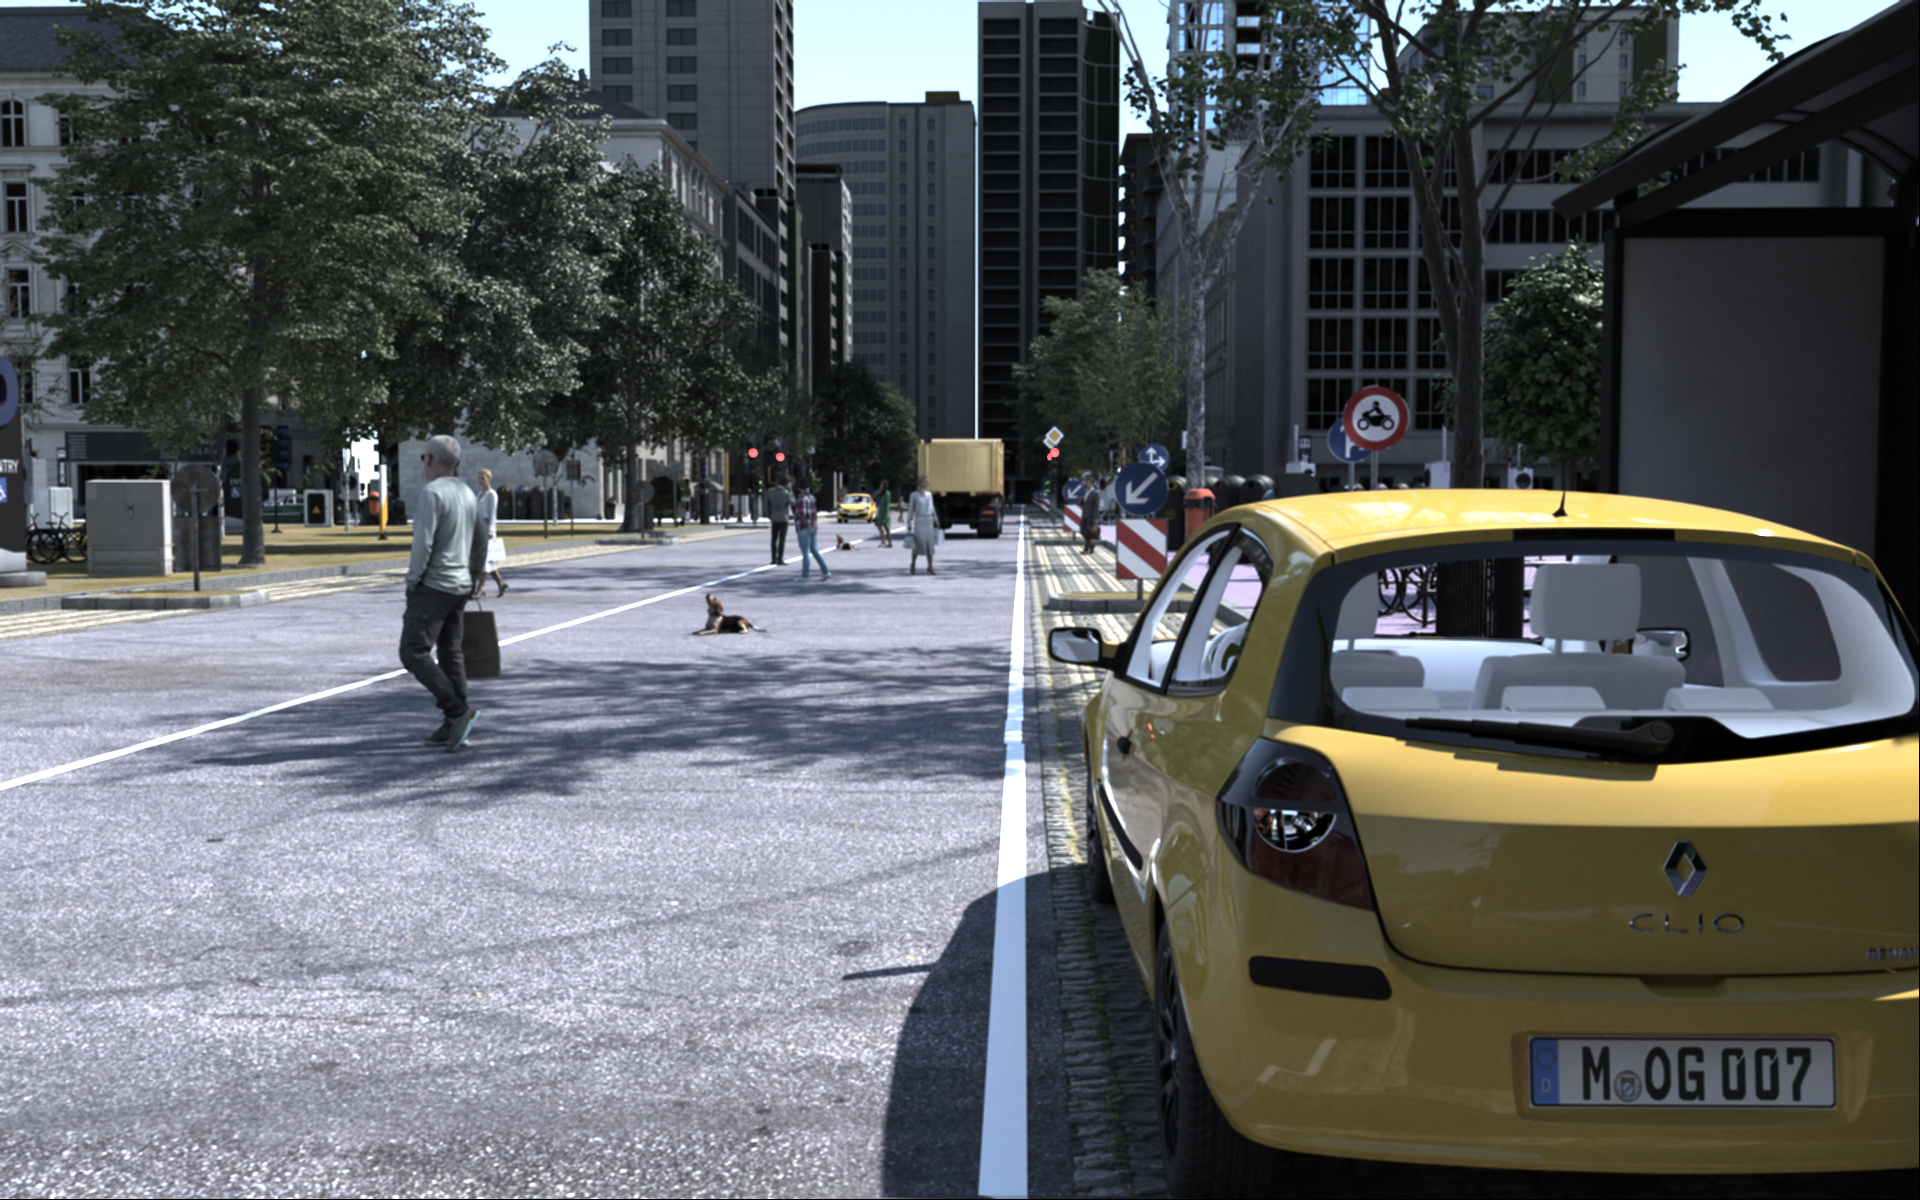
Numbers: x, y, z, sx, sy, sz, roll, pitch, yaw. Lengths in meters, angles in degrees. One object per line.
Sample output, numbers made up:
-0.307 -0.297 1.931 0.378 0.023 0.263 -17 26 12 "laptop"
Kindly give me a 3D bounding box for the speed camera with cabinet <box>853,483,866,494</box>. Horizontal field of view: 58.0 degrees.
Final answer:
-9.356 -9.823 154.946 2.038 3.252 0.660 -3 4 -38 "speed camera with cabinet"

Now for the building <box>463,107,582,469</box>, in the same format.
-61.430 -43.800 258.121 28.212 58.520 21.231 0 4 2 "building"

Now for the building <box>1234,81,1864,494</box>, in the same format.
30.673 -16.772 93.291 30.058 24.678 14.314 0 4 2 "building"

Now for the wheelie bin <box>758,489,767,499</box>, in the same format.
-12.752 -6.441 113.221 0.693 1.594 0.980 2 4 27 "wheelie bin"

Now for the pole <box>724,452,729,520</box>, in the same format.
-11.410 -5.561 84.763 0.158 3.312 0.155 0 3 0 "pole"

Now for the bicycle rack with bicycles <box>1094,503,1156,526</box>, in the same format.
6.581 -3.482 70.310 2.925 0.926 2.852 0 4 -2 "bicycle rack with bicycles"

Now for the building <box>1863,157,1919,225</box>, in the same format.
55.573 -16.649 90.226 19.932 24.808 12.078 0 4 2 "building"

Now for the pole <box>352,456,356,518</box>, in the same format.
-32.171 -5.998 91.914 0.158 3.312 0.155 0 3 0 "pole"

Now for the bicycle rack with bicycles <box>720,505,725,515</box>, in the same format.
-15.532 -5.621 105.288 2.925 0.926 2.852 -2 4 -33 "bicycle rack with bicycles"

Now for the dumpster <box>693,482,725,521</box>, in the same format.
-11.960 -4.686 82.373 1.264 1.857 1.865 0 4 2 "dumpster"

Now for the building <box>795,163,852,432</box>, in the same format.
-20.781 -32.573 216.170 14.086 41.232 14.154 0 4 2 "building"

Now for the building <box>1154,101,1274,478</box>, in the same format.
22.230 -22.115 139.065 11.434 29.767 29.804 0 4 2 "building"

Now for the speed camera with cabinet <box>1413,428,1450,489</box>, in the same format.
13.540 -3.396 49.868 0.660 3.252 2.038 0 4 0 "speed camera with cabinet"

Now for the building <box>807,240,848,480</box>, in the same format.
-20.522 -26.071 197.959 14.160 30.474 14.107 0 4 2 "building"

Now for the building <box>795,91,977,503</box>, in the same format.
-11.735 -43.700 256.500 28.212 58.520 21.231 0 4 2 "building"

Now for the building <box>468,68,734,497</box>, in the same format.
-23.973 -20.148 116.813 14.401 28.519 23.554 0 4 2 "building"

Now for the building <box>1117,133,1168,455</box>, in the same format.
30.150 -33.785 207.005 22.147 44.769 28.867 0 4 2 "building"

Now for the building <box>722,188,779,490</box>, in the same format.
-23.286 -21.227 140.566 14.314 27.812 24.014 0 4 2 "building"

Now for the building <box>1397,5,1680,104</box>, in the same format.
68.659 -40.792 208.947 28.212 58.520 21.231 0 4 2 "building"

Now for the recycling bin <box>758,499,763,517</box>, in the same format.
-10.678 -5.075 95.531 0.722 1.027 0.722 -3 5 -39 "recycling bin"

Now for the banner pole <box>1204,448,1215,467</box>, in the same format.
13.477 -6.327 93.469 0.863 3.779 0.401 1 4 20 "banner pole"

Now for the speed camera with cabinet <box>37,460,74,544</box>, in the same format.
-22.984 -3.000 43.380 2.038 3.252 0.660 3 4 38 "speed camera with cabinet"

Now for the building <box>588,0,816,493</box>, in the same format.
-25.683 -45.340 179.565 20.563 71.187 20.611 0 4 2 "building"

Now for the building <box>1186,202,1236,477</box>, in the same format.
21.535 -16.985 113.861 11.583 22.565 21.152 0 4 2 "building"

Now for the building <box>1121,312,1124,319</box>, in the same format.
30.634 -29.413 252.603 14.107 30.474 14.160 0 4 2 "building"

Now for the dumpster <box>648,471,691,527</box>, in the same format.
-11.567 -4.038 68.515 1.502 2.255 1.985 0 4 2 "dumpster"

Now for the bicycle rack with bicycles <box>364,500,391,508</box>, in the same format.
-47.006 -7.653 138.515 2.852 0.926 2.925 3 5 42 "bicycle rack with bicycles"

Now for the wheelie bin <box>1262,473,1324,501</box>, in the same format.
4.987 -1.110 26.060 0.980 1.594 0.693 -1 4 -13 "wheelie bin"

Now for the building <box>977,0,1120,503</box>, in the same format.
13.041 -49.938 254.740 20.611 71.187 20.563 0 4 2 "building"

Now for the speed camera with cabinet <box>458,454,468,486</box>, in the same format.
-24.989 -5.637 86.507 0.660 3.252 2.038 -1 4 -21 "speed camera with cabinet"

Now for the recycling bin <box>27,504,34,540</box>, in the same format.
-26.348 -2.235 49.097 0.722 1.027 0.722 1 4 19 "recycling bin"

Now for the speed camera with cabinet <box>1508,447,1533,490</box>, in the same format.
18.615 -3.992 59.612 2.038 3.252 0.660 0 4 -4 "speed camera with cabinet"

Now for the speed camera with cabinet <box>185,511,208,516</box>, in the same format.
-36.970 -5.552 85.118 2.038 3.252 0.660 -1 4 -15 "speed camera with cabinet"

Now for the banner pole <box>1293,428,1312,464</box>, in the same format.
12.743 -4.577 64.844 0.863 3.779 0.401 1 4 10 "banner pole"

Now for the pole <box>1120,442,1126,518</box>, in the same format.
6.408 -4.547 68.194 0.158 3.312 0.155 0 3 0 "pole"

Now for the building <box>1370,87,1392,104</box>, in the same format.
52.719 -43.567 254.311 28.212 58.520 21.231 0 4 2 "building"

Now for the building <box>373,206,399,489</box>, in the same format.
-64.567 -34.724 217.843 14.200 45.320 14.600 0 4 2 "building"

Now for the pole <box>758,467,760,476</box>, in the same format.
-15.225 -8.380 130.860 0.158 3.312 0.155 0 3 0 "pole"

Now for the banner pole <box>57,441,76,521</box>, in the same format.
-42.413 -5.634 82.138 0.401 3.779 0.863 2 4 31 "banner pole"

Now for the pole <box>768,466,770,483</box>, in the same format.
-14.078 -8.194 127.819 0.158 3.312 0.155 0 3 0 "pole"

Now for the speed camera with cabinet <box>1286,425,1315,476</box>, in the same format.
9.205 -3.340 48.943 2.038 3.252 0.660 -3 5 -42 "speed camera with cabinet"

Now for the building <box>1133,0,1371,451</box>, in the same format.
29.633 -52.774 175.526 22.319 86.520 31.000 0 4 2 "building"

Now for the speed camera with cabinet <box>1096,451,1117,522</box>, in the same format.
6.402 -5.201 79.376 0.660 3.252 2.038 -2 4 -27 "speed camera with cabinet"

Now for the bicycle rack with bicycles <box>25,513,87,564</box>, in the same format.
-16.799 -1.185 32.761 2.925 0.926 2.852 -1 4 -10 "bicycle rack with bicycles"

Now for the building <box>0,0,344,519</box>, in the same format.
-58.733 -19.568 96.349 44.131 29.872 17.030 0 4 2 "building"

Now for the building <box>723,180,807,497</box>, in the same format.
-22.664 -23.943 163.162 14.160 30.474 14.107 0 4 2 "building"

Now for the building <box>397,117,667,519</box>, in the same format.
-23.292 -14.793 96.615 10.420 20.320 16.860 0 4 2 "building"

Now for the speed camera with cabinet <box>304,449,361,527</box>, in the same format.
-24.435 -4.469 67.409 2.038 3.252 0.660 -1 4 -11 "speed camera with cabinet"
